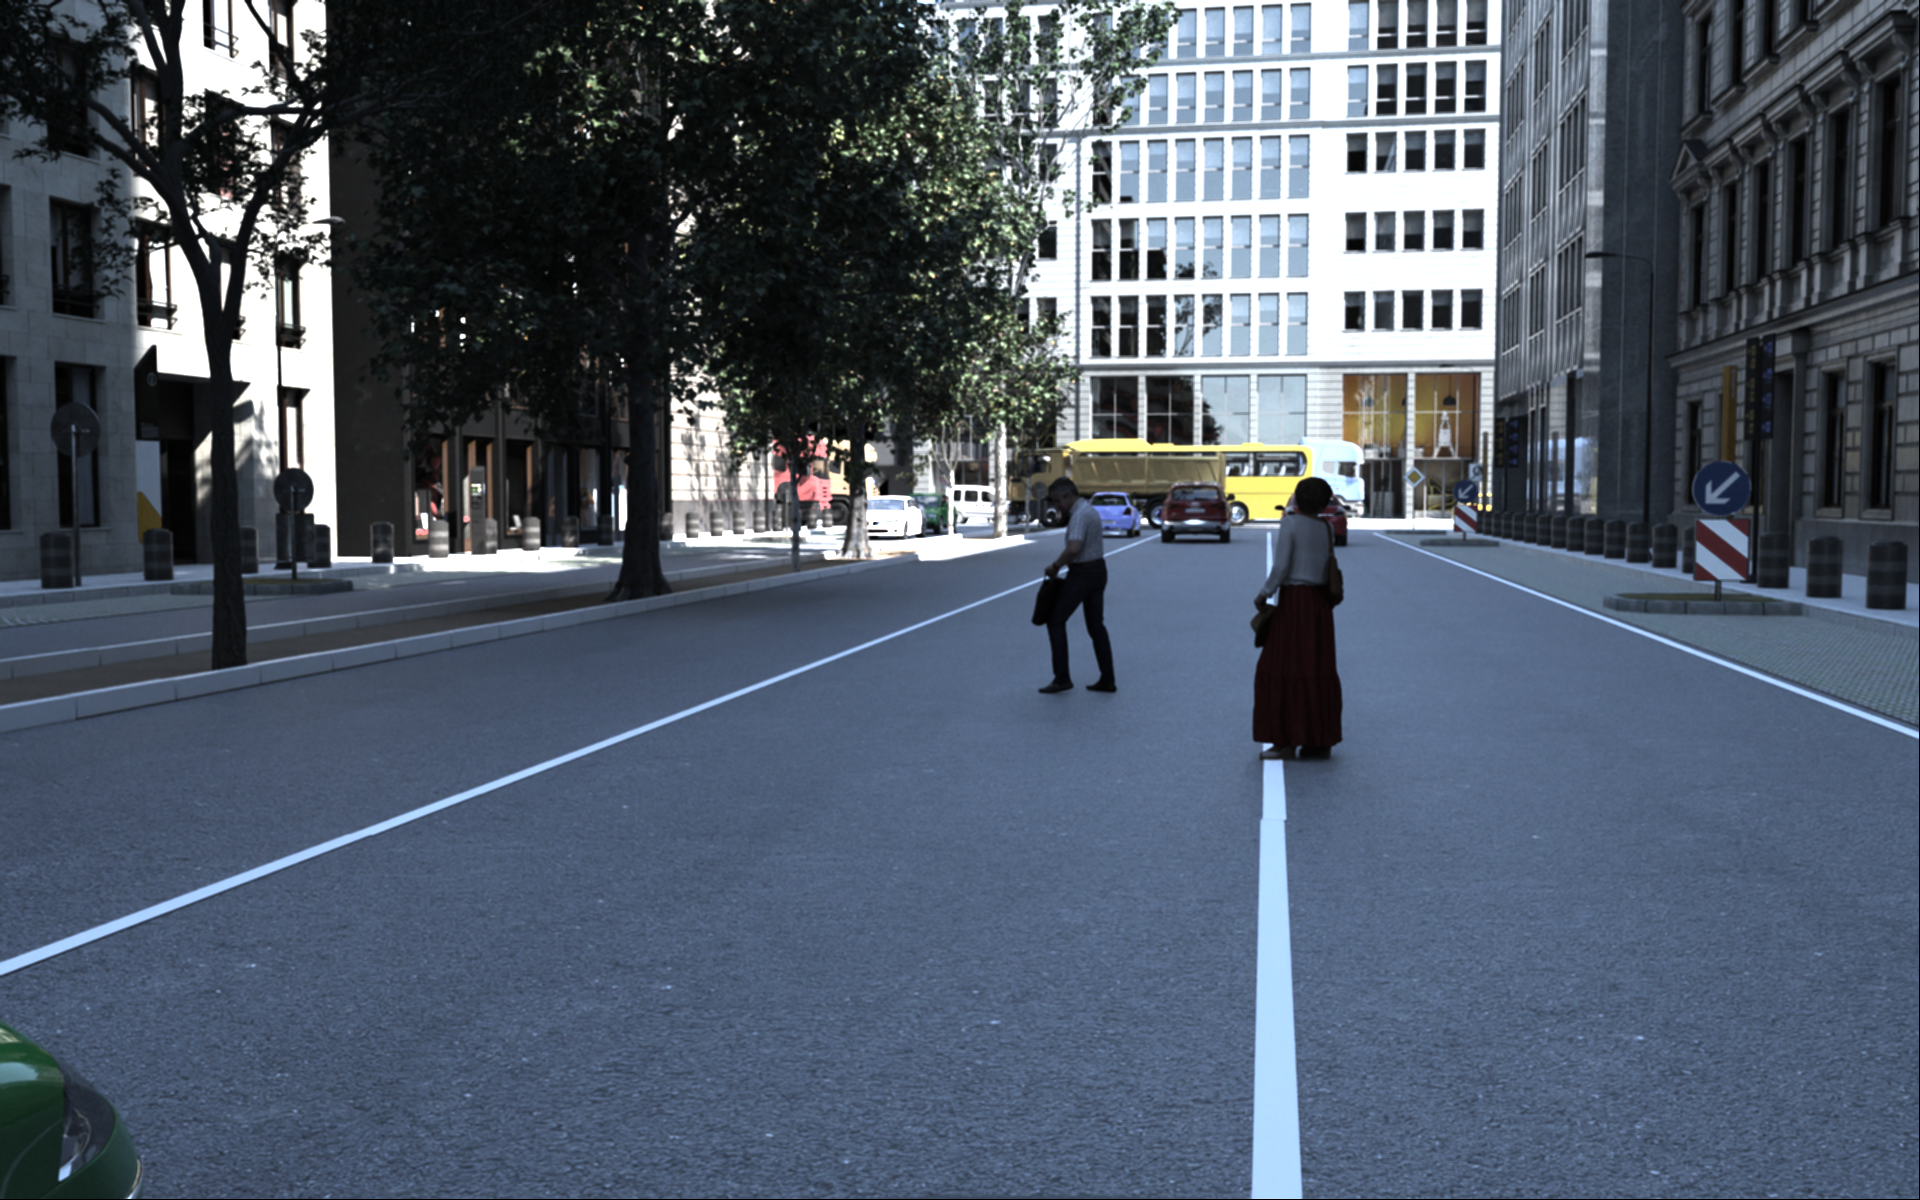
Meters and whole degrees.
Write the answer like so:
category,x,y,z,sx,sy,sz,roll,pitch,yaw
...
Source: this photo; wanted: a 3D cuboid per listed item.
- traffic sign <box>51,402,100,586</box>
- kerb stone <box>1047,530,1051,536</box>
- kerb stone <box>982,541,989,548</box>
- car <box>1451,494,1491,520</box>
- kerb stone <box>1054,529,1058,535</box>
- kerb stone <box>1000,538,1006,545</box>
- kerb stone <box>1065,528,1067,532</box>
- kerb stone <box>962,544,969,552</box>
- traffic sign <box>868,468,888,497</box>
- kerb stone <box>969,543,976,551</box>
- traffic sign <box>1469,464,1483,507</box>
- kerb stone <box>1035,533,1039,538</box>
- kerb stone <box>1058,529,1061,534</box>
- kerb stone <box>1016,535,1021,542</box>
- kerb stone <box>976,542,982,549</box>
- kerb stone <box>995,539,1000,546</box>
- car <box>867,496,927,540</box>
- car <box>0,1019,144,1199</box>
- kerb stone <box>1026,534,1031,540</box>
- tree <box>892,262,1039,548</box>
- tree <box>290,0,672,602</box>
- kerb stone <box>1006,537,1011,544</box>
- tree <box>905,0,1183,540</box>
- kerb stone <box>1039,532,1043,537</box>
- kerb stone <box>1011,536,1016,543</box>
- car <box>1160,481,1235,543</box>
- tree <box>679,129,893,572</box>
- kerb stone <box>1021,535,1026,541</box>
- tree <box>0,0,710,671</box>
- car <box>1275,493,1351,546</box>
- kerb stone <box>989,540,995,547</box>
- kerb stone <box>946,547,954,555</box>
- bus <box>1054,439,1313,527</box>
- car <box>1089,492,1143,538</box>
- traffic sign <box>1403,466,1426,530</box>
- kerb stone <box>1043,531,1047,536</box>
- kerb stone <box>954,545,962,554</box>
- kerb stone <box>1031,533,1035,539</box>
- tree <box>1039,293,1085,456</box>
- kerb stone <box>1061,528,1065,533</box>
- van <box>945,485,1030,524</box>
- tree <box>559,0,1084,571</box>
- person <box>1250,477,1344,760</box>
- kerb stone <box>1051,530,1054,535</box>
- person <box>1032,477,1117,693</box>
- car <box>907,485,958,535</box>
category,x,y,z,sx,sy,sz,roll,pitch,yaw
traffic sign,-12.267,-1.462,24.016,0.768,2.556,0.104,1,4,10
kerb stone,2.889,-2.254,59.048,0.120,0.150,1.000,1,4,10
kerb stone,0.552,-1.449,45.903,0.120,0.150,1.000,1,4,10
car,24.241,-4.154,78.143,3.980,1.641,2.015,1,4,8
kerb stone,3.251,-2.378,61.082,0.120,0.150,1.000,1,4,10
kerb stone,1.095,-1.636,48.948,0.120,0.150,1.000,1,4,10
kerb stone,3.789,-2.550,64.116,0.120,0.150,1.000,1,4,10
kerb stone,0.009,-1.260,42.864,0.120,0.150,1.000,1,4,10
traffic sign,-3.129,-3.795,65.689,0.795,2.450,0.064,1,4,10
kerb stone,0.189,-1.327,43.885,0.120,0.150,1.000,1,4,10
traffic sign,17.279,-3.405,57.798,0.606,2.300,0.079,1,4,18
kerb stone,2.343,-2.069,56.022,0.120,0.150,1.000,1,4,10
kerb stone,3.427,-2.440,62.097,0.120,0.150,1.000,1,4,10
kerb stone,1.631,-1.822,51.979,0.120,0.150,1.000,1,4,10
kerb stone,0.363,-1.388,44.895,0.120,0.150,1.000,1,4,10
kerb stone,0.906,-1.574,47.932,0.120,0.150,1.000,1,4,10
car,-2.302,-2.634,55.421,2.083,1.381,4.827,1,4,10
car,-2.224,0.515,0.384,1.959,1.807,4.718,1,4,11
kerb stone,1.993,-1.945,54.001,0.120,0.150,1.000,1,4,10
tree,-0.230,-5.702,46.045,4.360,8.622,3.978,0,3,0
tree,-4.250,-6.335,23.041,9.611,12.733,9.660,0,3,0
kerb stone,1.268,-1.698,49.961,0.120,0.150,1.000,1,4,10
tree,0.209,-11.986,54.319,12.611,20.169,13.585,0,3,0
kerb stone,2.525,-2.131,57.031,0.120,0.150,1.000,1,4,10
kerb stone,1.455,-1.759,50.968,0.120,0.150,1.000,1,4,10
car,7.194,-2.687,52.601,2.281,1.827,5.304,1,4,9
tree,-3.011,-4.796,31.227,4.737,8.622,4.395,0,3,0
kerb stone,1.813,-1.882,52.990,0.120,0.150,1.000,1,4,10
tree,-5.820,-4.719,14.020,8.767,10.594,7.601,1,4,10
car,10.073,-2.469,49.404,2.155,1.783,4.494,1,4,10
kerb stone,0.732,-1.512,46.918,0.120,0.150,1.000,1,4,10
kerb stone,-0.353,-1.139,40.845,0.120,0.150,1.000,1,4,10
bus,9.544,-5.270,77.704,12.252,3.916,2.896,1,4,8
car,5.133,-2.972,58.184,1.945,1.707,3.694,1,4,11
traffic sign,16.307,-3.583,62.221,0.795,2.450,0.064,1,4,10
kerb stone,2.709,-2.190,58.039,0.120,0.150,1.000,1,4,10
kerb stone,-0.169,-1.202,41.855,0.120,0.150,1.000,1,4,10
kerb stone,2.161,-2.007,55.013,0.120,0.150,1.000,1,4,10
tree,2.475,-6.737,62.973,4.360,8.622,3.978,0,3,0
kerb stone,3.605,-2.502,63.107,0.120,0.150,1.000,1,4,10
van,1.303,-4.637,82.832,4.112,2.044,2.013,1,4,11
tree,-2.268,-7.271,38.346,9.611,12.733,9.660,0,3,0
person,1.843,0.097,9.378,0.523,1.526,0.387,-2,4,-26
kerb stone,3.066,-2.317,60.074,0.120,0.150,1.000,1,4,10
person,0.825,-0.107,12.467,0.590,1.554,0.614,1,4,13
car,-1.260,-3.299,62.740,1.959,1.807,4.718,1,4,11
